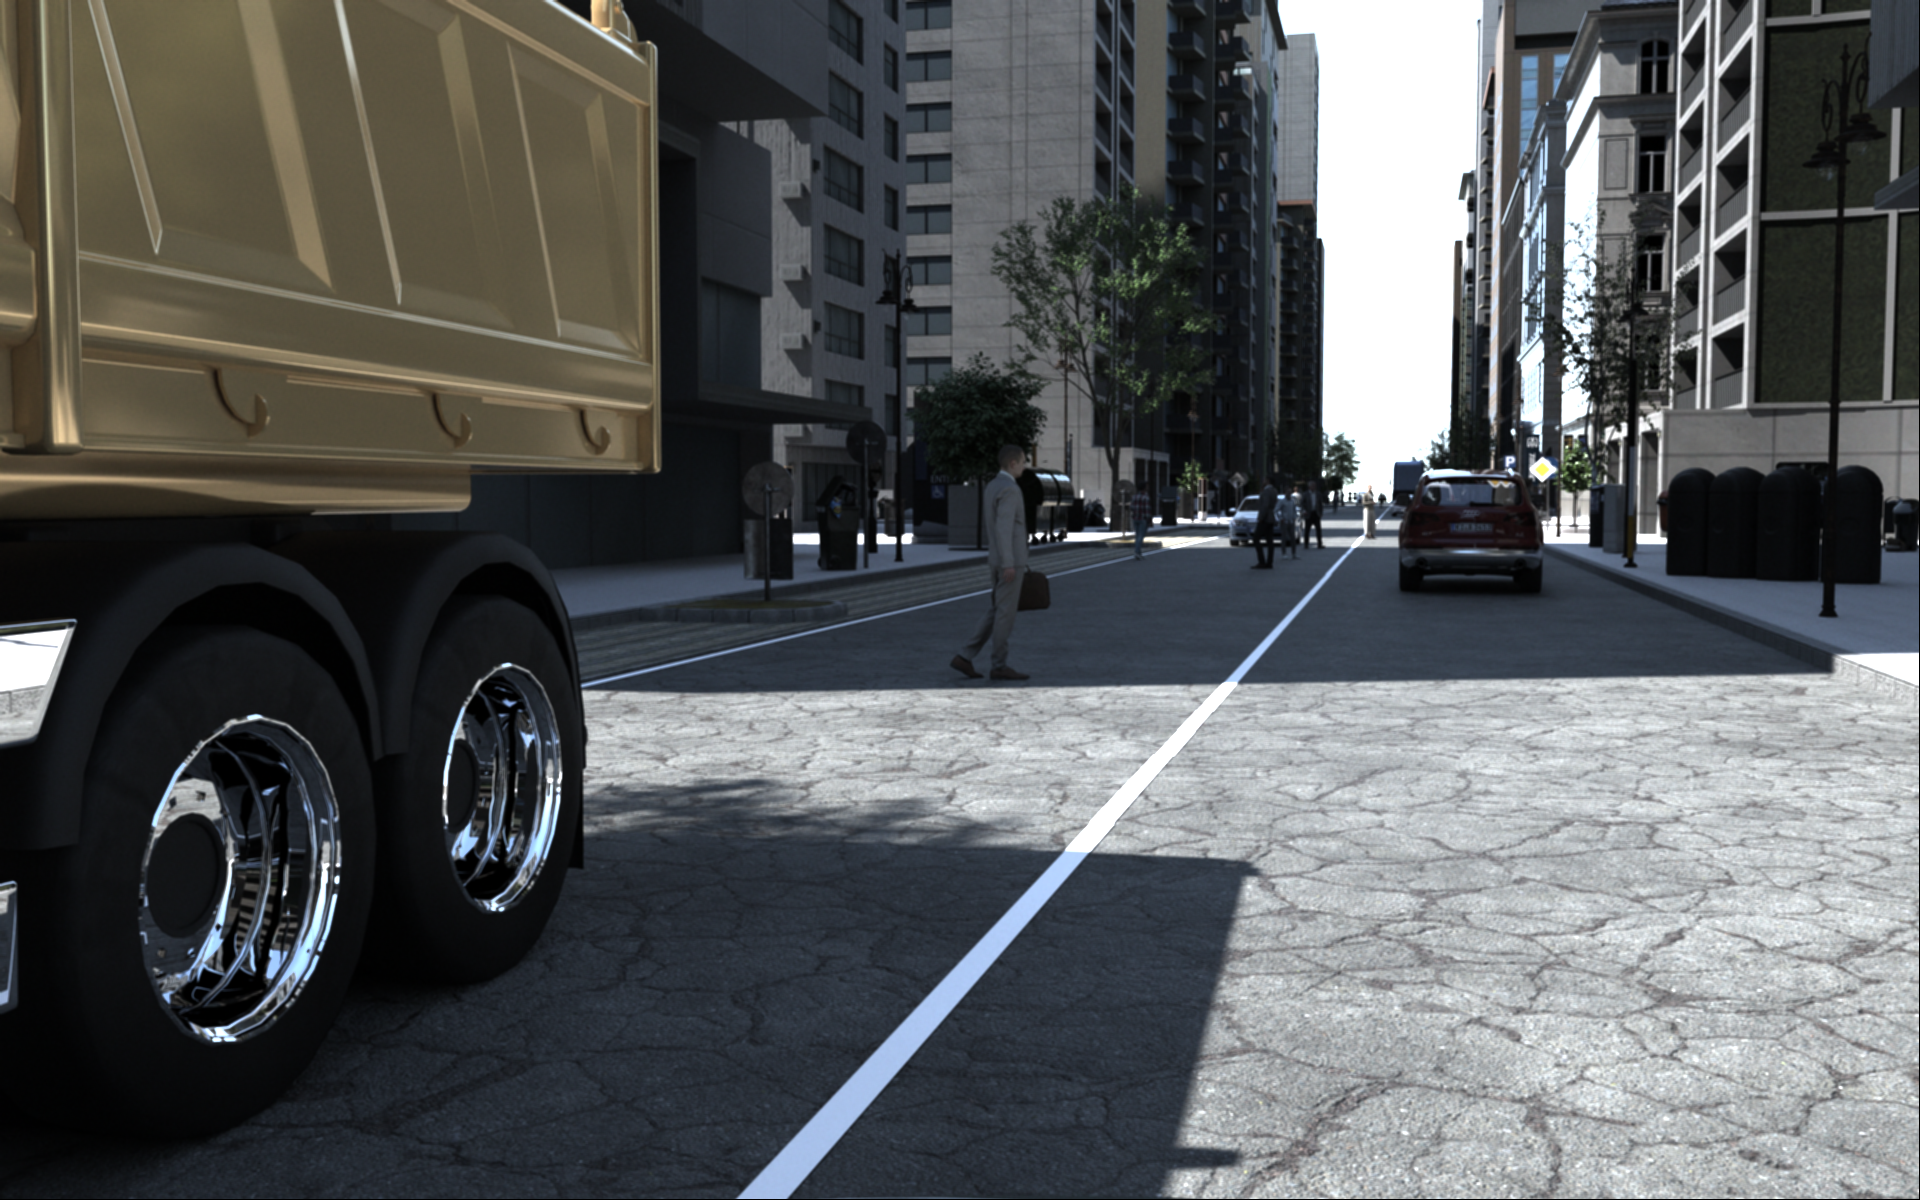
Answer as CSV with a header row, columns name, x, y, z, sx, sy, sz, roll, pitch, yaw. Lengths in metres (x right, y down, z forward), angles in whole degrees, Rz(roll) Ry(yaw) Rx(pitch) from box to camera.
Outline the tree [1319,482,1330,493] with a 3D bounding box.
name,x,y,z,sx,sy,sz,roll,pitch,yaw
tree,52.151,-15.399,246.371,1.663,3.219,1.824,0,3,0

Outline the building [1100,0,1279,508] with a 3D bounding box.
name,x,y,z,sx,sy,sz,roll,pitch,yaw
building,28.913,-46.850,204.249,20.563,71.187,20.611,1,4,14

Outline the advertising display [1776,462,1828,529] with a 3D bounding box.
name,x,y,z,sx,sy,sz,roll,pitch,yaw
advertising display,16.937,-1.814,34.870,0.974,1.923,0.123,2,4,26

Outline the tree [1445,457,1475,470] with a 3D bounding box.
name,x,y,z,sx,sy,sz,roll,pitch,yaw
tree,44.136,-10.326,152.535,4.285,4.588,4.351,0,3,0

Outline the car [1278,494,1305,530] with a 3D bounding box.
name,x,y,z,sx,sy,sz,roll,pitch,yaw
car,12.579,-3.565,68.069,2.009,1.686,4.222,1,4,13

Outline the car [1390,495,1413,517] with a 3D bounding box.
name,x,y,z,sx,sy,sz,roll,pitch,yaw
car,28.835,-6.080,111.776,2.083,1.381,4.827,1,4,13

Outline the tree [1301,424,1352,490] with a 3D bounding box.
name,x,y,z,sx,sy,sz,roll,pitch,yaw
tree,47.847,-17.851,226.271,7.601,10.594,8.767,2,4,32

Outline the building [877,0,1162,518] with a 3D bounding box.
name,x,y,z,sx,sy,sz,roll,pitch,yaw
building,1.745,-40.573,101.628,20.563,71.187,20.611,1,4,14

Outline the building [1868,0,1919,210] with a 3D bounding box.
name,x,y,z,sx,sy,sz,roll,pitch,yaw
building,27.181,-26.120,16.295,28.713,52.752,27.495,1,4,14

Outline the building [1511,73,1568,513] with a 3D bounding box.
name,x,y,z,sx,sy,sz,roll,pitch,yaw
building,43.528,-19.947,112.034,13.634,28.700,20.117,1,4,14

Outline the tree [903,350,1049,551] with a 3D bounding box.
name,x,y,z,sx,sy,sz,roll,pitch,yaw
tree,0.365,-3.423,39.678,4.285,4.588,4.351,0,3,0

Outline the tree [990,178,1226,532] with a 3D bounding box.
name,x,y,z,sx,sy,sz,roll,pitch,yaw
tree,5.138,-8.129,58.671,9.928,11.665,9.643,0,3,0

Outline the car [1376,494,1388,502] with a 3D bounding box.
name,x,y,z,sx,sy,sz,roll,pitch,yaw
car,73.756,-17.880,302.563,2.015,1.641,3.980,1,4,13

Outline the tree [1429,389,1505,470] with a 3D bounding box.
name,x,y,z,sx,sy,sz,roll,pitch,yaw
tree,35.609,-10.406,120.494,4.737,8.622,4.395,0,3,0

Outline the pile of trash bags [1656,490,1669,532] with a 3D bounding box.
name,x,y,z,sx,sy,sz,roll,pitch,yaw
pile of trash bags,16.895,-1.755,38.454,3.447,1.369,1.912,-1,4,-22

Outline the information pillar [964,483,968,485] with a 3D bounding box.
name,x,y,z,sx,sy,sz,roll,pitch,yaw
information pillar,0.206,-6.171,92.247,0.183,3.616,0.504,3,5,43

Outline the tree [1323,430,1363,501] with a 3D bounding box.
name,x,y,z,sx,sy,sz,roll,pitch,yaw
tree,67.380,-23.684,305.362,7.486,12.596,7.792,0,3,0

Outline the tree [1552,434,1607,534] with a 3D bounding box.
name,x,y,z,sx,sy,sz,roll,pitch,yaw
tree,19.971,-3.776,56.346,1.663,3.219,1.824,0,3,0

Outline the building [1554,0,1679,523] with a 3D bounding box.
name,x,y,z,sx,sy,sz,roll,pitch,yaw
building,51.025,-18.529,79.359,44.131,29.872,17.030,1,4,14

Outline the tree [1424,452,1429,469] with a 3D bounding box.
name,x,y,z,sx,sy,sz,roll,pitch,yaw
tree,59.228,-16.041,212.637,4.737,8.622,4.395,0,3,0

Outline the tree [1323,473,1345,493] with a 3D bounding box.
name,x,y,z,sx,sy,sz,roll,pitch,yaw
tree,55.979,-16.870,259.529,4.285,4.588,4.351,0,3,0

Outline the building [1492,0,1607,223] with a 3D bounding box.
name,x,y,z,sx,sy,sz,roll,pitch,yaw
building,54.730,-30.799,153.678,14.600,45.320,14.200,1,4,14

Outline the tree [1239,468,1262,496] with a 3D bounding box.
name,x,y,z,sx,sy,sz,roll,pitch,yaw
tree,19.407,-7.481,116.912,1.663,3.219,1.824,0,3,0

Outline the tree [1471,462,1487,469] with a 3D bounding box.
name,x,y,z,sx,sy,sz,roll,pitch,yaw
tree,31.286,-6.749,104.954,1.663,3.219,1.824,0,3,0

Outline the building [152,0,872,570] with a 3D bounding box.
name,x,y,z,sx,sy,sz,roll,pitch,yaw
building,-18.181,-26.691,25.640,28.713,52.752,27.495,1,4,14

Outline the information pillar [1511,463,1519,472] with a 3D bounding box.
name,x,y,z,sx,sy,sz,roll,pitch,yaw
information pillar,34.523,-7.131,107.942,0.504,3.616,0.183,1,4,9

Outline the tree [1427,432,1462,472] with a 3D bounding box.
name,x,y,z,sx,sy,sz,roll,pitch,yaw
tree,56.991,-15.407,202.270,4.360,8.622,3.978,0,3,0

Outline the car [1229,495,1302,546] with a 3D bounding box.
name,x,y,z,sx,sy,sz,roll,pitch,yaw
car,8.686,-2.265,49.038,2.014,1.417,4.499,1,4,15

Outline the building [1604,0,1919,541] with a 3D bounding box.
name,x,y,z,sx,sy,sz,roll,pitch,yaw
building,31.327,-37.414,49.965,20.563,71.187,20.611,1,4,14

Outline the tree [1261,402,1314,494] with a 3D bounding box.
name,x,y,z,sx,sy,sz,roll,pitch,yaw
tree,25.751,-11.463,137.789,4.360,8.622,3.978,0,3,0

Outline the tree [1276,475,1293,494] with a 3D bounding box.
name,x,y,z,sx,sy,sz,roll,pitch,yaw
tree,29.939,-10.130,160.228,1.663,3.219,1.824,0,3,0

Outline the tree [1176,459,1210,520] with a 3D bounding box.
name,x,y,z,sx,sy,sz,roll,pitch,yaw
tree,11.652,-5.668,87.273,1.663,3.219,1.824,0,3,0

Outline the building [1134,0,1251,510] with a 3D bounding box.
name,x,y,z,sx,sy,sz,roll,pitch,yaw
building,10.664,-29.356,134.587,22.147,44.769,28.867,1,4,14

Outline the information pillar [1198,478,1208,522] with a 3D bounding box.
name,x,y,z,sx,sy,sz,roll,pitch,yaw
information pillar,11.275,-4.645,80.435,0.304,2.012,0.304,-2,4,-29

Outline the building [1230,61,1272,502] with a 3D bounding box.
name,x,y,z,sx,sy,sz,roll,pitch,yaw
building,21.099,-29.183,160.734,14.154,41.232,14.086,1,4,14

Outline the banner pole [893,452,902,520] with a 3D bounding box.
name,x,y,z,sx,sy,sz,roll,pitch,yaw
banner pole,-3.110,-5.937,87.094,0.863,3.779,0.401,-1,4,-19

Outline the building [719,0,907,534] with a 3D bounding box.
name,x,y,z,sx,sy,sz,roll,pitch,yaw
building,-9.697,-17.801,62.746,14.107,30.474,14.160,1,4,14

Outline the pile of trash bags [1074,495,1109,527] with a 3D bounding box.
name,x,y,z,sx,sy,sz,roll,pitch,yaw
pile of trash bags,4.644,-3.618,68.906,1.912,1.369,3.447,-1,4,-10

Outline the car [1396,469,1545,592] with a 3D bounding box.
name,x,y,z,sx,sy,sz,roll,pitch,yaw
car,7.930,-1.117,26.944,2.281,1.827,5.304,1,4,16

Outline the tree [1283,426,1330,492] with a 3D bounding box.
name,x,y,z,sx,sy,sz,roll,pitch,yaw
tree,39.225,-14.849,193.138,4.737,8.622,4.395,0,3,0

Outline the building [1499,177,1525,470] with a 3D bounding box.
name,x,y,z,sx,sy,sz,roll,pitch,yaw
building,49.824,-20.821,133.929,14.314,27.812,24.014,1,4,14

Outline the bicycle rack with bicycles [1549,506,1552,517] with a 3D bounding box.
name,x,y,z,sx,sy,sz,roll,pitch,yaw
bicycle rack with bicycles,31.234,-5.038,95.748,2.925,0.926,2.852,-1,4,-11

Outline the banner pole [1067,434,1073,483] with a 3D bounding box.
name,x,y,z,sx,sy,sz,roll,pitch,yaw
banner pole,4.563,-5.028,72.217,0.401,3.779,0.863,-1,4,-11

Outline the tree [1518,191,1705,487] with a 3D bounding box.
name,x,y,z,sx,sy,sz,roll,pitch,yaw
tree,16.058,-5.668,43.030,4.360,8.622,3.978,0,3,0

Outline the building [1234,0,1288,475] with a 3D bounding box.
name,x,y,z,sx,sy,sz,roll,pitch,yaw
building,19.011,-36.288,182.555,28.713,52.752,27.495,1,4,14

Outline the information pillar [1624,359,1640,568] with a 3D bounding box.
name,x,y,z,sx,sy,sz,roll,pitch,yaw
information pillar,11.817,-2.387,30.385,0.183,3.616,0.504,2,4,28

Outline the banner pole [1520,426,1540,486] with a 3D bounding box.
name,x,y,z,sx,sy,sz,roll,pitch,yaw
banner pole,20.801,-4.494,63.491,0.863,3.779,0.401,1,4,23

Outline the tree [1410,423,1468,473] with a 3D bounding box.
name,x,y,z,sx,sy,sz,roll,pitch,yaw
tree,63.286,-17.996,228.643,8.767,10.594,7.601,1,4,15

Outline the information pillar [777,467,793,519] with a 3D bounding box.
name,x,y,z,sx,sy,sz,roll,pitch,yaw
information pillar,-4.689,-2.566,46.439,0.304,2.012,0.304,2,4,34
